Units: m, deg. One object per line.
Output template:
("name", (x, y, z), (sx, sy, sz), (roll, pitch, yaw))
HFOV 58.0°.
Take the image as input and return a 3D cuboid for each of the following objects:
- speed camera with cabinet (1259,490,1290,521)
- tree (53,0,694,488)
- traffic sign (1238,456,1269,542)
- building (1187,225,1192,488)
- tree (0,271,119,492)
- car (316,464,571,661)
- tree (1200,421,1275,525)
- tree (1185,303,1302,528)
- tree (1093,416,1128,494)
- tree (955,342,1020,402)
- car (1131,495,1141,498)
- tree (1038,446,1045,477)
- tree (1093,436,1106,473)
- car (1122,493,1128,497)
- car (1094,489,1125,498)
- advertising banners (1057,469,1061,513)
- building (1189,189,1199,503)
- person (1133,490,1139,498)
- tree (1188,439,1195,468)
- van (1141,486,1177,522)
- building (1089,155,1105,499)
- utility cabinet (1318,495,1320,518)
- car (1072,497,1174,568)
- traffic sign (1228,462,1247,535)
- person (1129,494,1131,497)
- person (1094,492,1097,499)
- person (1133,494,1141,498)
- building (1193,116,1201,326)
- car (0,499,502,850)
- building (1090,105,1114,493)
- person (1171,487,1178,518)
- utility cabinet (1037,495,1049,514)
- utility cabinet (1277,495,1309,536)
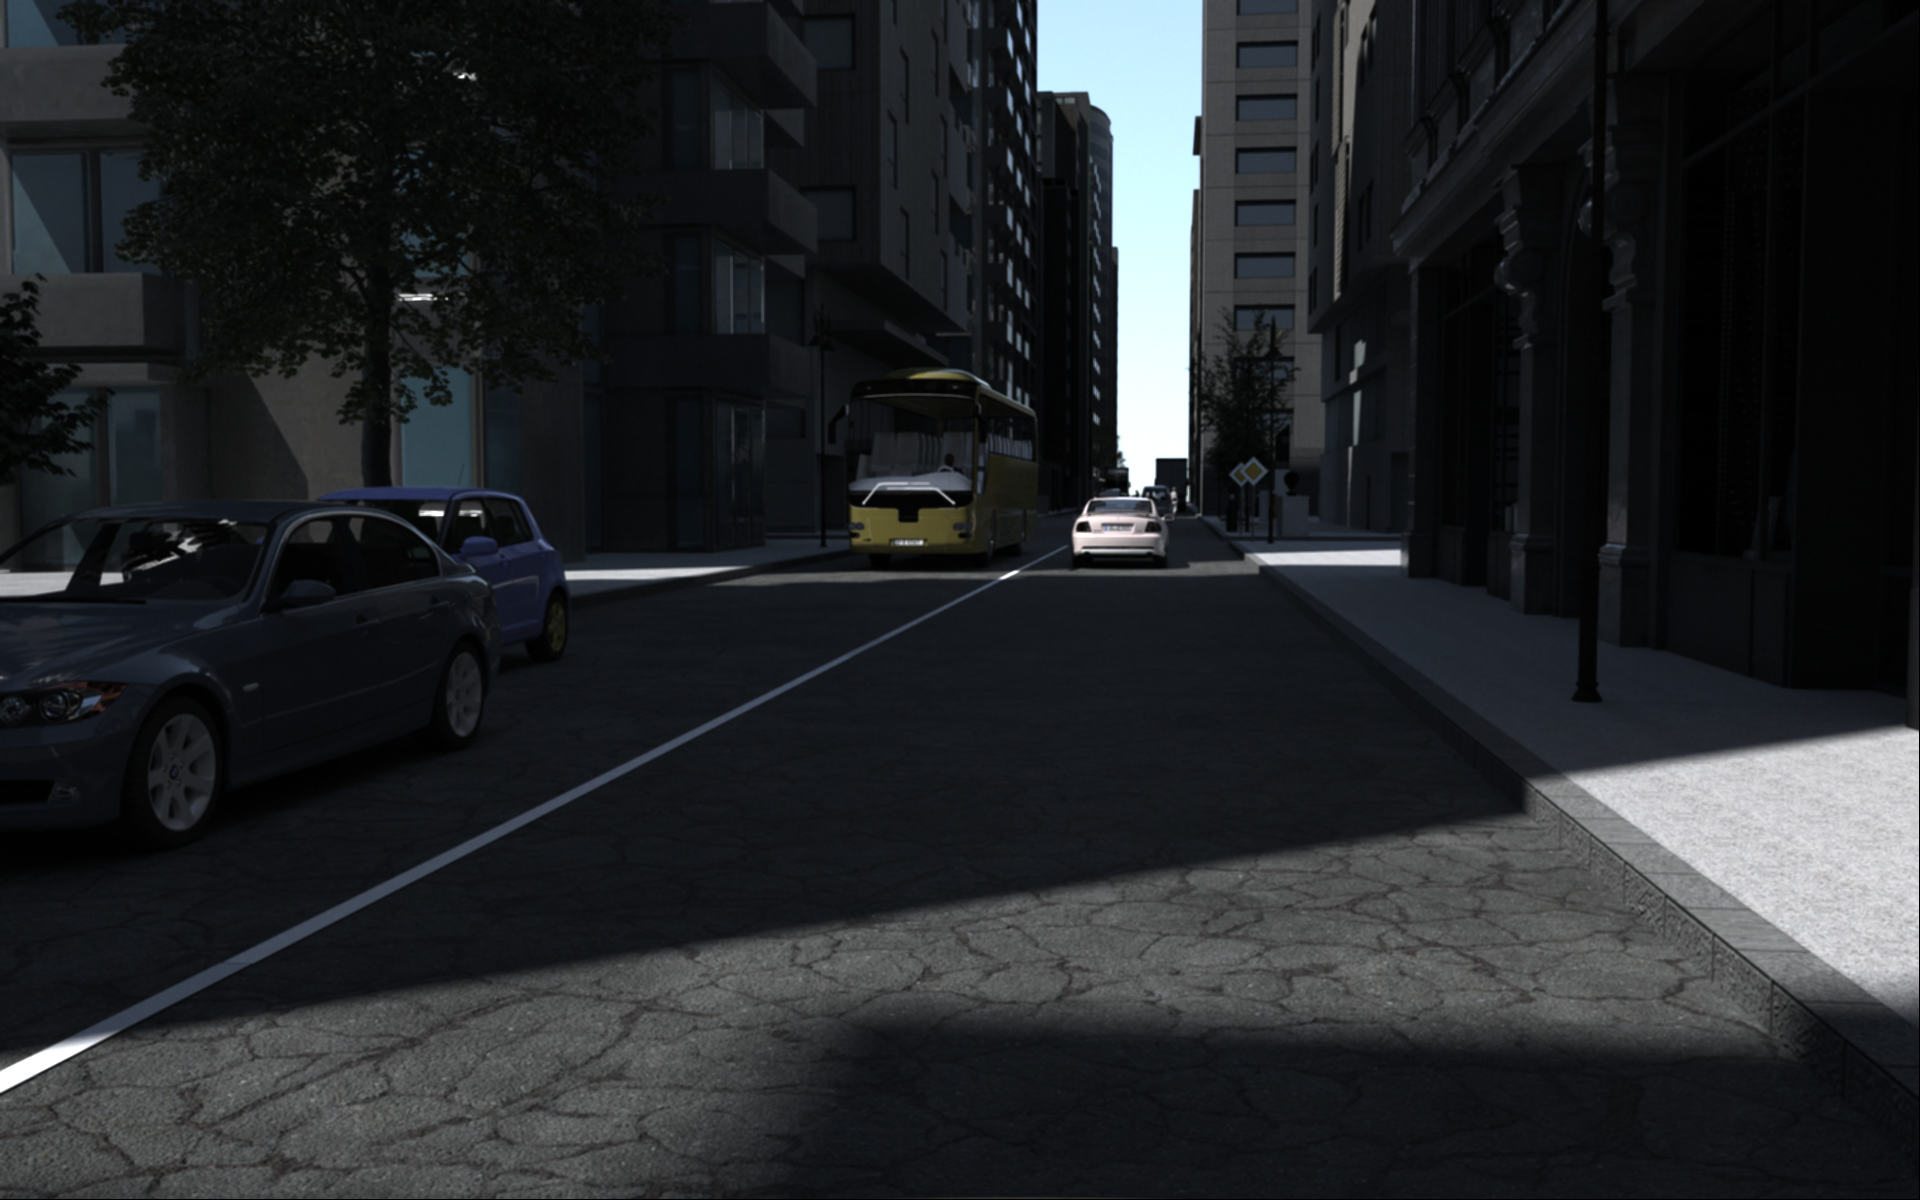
("speed camera with cabinet", (15.182, -5.424, 83.024), (2.038, 3.252, 0.660), (-3, 5, -44))
("tree", (-6.795, -6.265, 20.561), (7.486, 12.596, 7.792), (0, 3, 0))
("traffic sign", (7.794, -2.593, 46.041), (0.795, 2.450, 0.064), (0, 4, 7))
("building", (43.870, -38.430, 278.435), (14.600, 45.320, 14.200), (0, 4, 7))
("tree", (-7.184, -1.120, 12.917), (1.663, 3.219, 1.824), (0, 3, 0))
("car", (-4.424, -0.249, 13.669), (1.945, 1.707, 3.694), (0, 4, 7))
("tree", (11.874, -5.493, 73.522), (4.285, 4.588, 4.351), (0, 3, 0))
("tree", (10.792, -7.076, 66.062), (4.737, 8.622, 4.395), (0, 3, 0))
("tree", (16.768, -16.675, 207.053), (7.601, 10.594, 8.767), (-2, 4, -29))
("tree", (0.909, -8.231, 84.935), (4.360, 8.622, 3.978), (0, 3, 0))
("car", (28.614, -16.546, 283.114), (1.945, 1.354, 3.894), (1, 4, 9))
("tree", (2.989, -6.746, 94.012), (4.285, 4.588, 4.351), (0, 3, 0))
("tree", (14.308, -15.015, 195.863), (4.737, 8.622, 4.395), (0, 3, 0))
("car", (13.270, -8.287, 144.525), (2.155, 1.783, 4.494), (1, 4, 8))
("car", (10.966, -7.224, 126.777), (2.281, 1.827, 5.304), (0, 4, 7))
("advertising banners", (6.927, -7.630, 120.940), (0.090, 3.025, 2.074), (1, 4, 9))
("building", (45.368, -38.865, 259.136), (21.300, 48.544, 21.600), (0, 4, 7))
("person", (17.625, -10.109, 173.644), (0.599, 1.838, 0.709), (0, 4, -5))
("tree", (29.632, -16.012, 212.154), (4.360, 8.622, 3.978), (0, 3, 0))
("van", (10.157, -5.043, 89.457), (2.013, 2.044, 4.112), (1, 4, 8))
("building", (6.962, -37.250, 228.644), (23.786, 49.044, 30.456), (0, 4, 7))
("utility cabinet", (19.731, -4.997, 92.869), (1.020, 1.237, 0.306), (0, 4, 3))
("car", (3.279, -1.390, 35.083), (2.083, 1.381, 4.827), (0, 4, 7))
("traffic sign", (8.756, -3.078, 53.968), (0.795, 2.450, 0.064), (0, 4, 7))
("person", (25.975, -15.526, 265.573), (0.991, 1.433, 0.599), (-2, 4, -28))
("person", (16.442, -12.239, 209.282), (0.551, 1.740, 0.621), (-1, 4, -21))
("person", (22.196, -12.701, 216.175), (1.348, 1.822, 0.705), (1, 4, 21))
("building", (45.904, -39.437, 234.037), (28.713, 52.752, 27.495), (0, 4, 7))
("car", (-3.795, 0.209, 8.578), (2.014, 1.417, 4.499), (0, 4, 8))
("building", (11.667, -43.794, 258.029), (21.231, 58.520, 28.212), (0, 4, 7))
("person", (12.881, -5.865, 104.277), (0.514, 1.842, 0.818), (2, 4, 32))
("utility cabinet", (5.113, -6.043, 109.965), (1.020, 1.237, 0.306), (2, 4, 25))
("utility cabinet", (10.215, -2.570, 53.186), (1.020, 1.237, 0.306), (-2, 4, -26))
